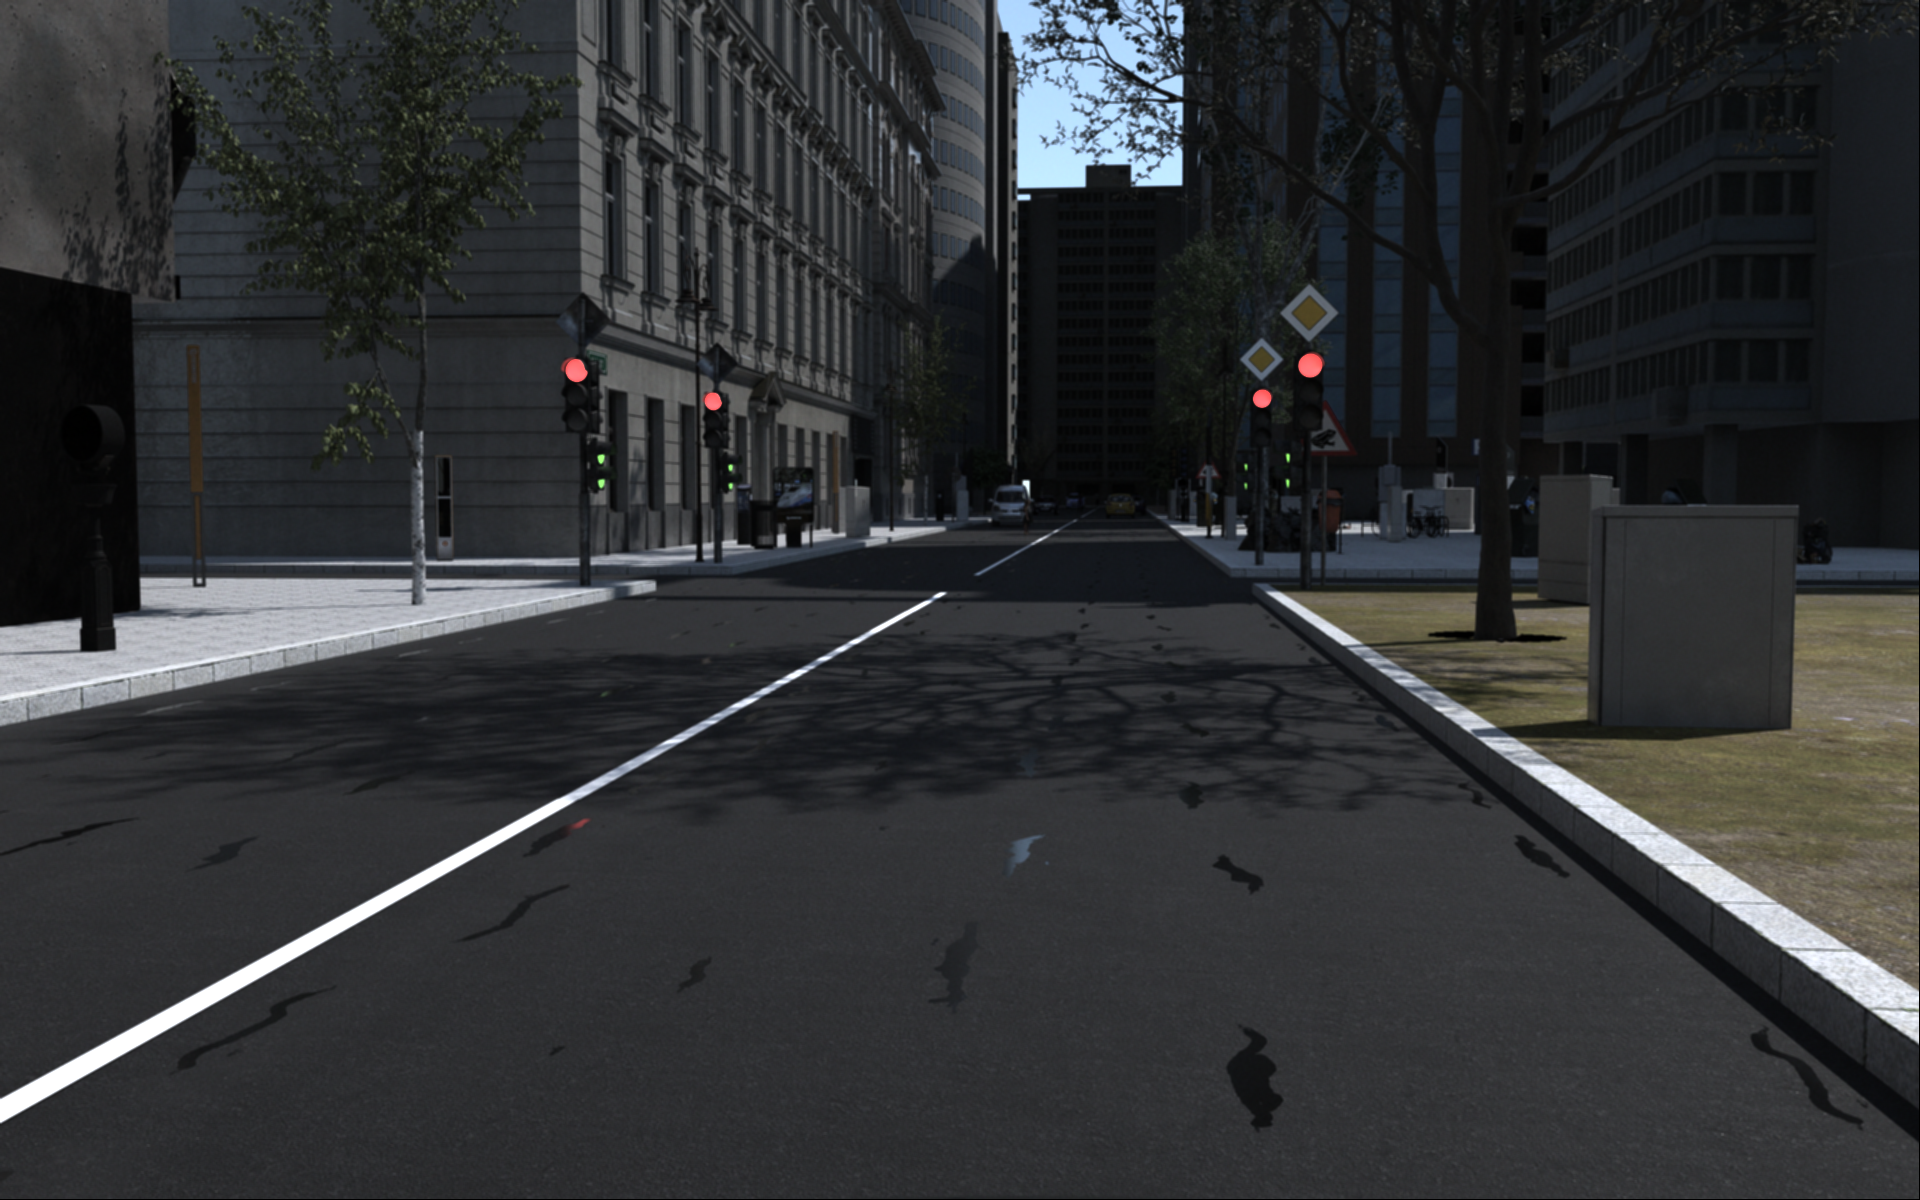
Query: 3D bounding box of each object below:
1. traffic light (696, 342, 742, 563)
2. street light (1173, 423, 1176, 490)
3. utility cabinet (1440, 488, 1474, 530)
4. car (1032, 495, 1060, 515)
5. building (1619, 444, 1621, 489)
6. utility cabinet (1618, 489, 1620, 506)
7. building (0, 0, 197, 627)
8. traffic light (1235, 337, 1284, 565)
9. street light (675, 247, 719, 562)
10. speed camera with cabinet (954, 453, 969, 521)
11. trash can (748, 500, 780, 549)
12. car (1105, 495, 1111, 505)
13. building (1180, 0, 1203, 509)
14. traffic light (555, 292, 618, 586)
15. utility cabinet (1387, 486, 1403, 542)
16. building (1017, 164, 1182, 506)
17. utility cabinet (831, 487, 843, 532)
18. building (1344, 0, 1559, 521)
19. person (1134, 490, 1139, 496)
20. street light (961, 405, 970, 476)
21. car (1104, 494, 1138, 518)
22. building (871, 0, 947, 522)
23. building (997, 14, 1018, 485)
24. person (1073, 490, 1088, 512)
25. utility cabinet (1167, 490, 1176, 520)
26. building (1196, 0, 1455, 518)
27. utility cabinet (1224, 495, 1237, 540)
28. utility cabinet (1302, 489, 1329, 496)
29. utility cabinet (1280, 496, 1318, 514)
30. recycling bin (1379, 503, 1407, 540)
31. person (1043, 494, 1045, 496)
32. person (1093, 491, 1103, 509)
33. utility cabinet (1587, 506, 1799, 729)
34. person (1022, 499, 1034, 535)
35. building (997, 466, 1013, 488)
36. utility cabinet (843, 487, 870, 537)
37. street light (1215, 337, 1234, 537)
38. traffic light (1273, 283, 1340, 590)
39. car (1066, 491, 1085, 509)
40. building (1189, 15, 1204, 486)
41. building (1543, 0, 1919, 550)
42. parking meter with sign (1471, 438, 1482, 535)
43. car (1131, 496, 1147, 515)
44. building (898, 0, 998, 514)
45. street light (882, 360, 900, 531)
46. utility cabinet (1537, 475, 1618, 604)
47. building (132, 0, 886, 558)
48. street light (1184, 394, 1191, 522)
[{"bbox_3d":[-4.481,-2.640,32.084,0.839,4.253,0.868,0,4,5],"label":"traffic light"},{"bbox_3d":[12.985,-8.091,105.077,0.468,5.910,1.993,0,4,5],"label":"street light"},{"bbox_3d":[17.620,-3.230,61.487,1.173,1.500,0.318,3,4,39],"label":"utility cabinet"},{"bbox_3d":[5.919,-6.518,119.145,1.945,1.354,3.894,0,4,5],"label":"car"},{"bbox_3d":[61.659,-44.422,164.556,20.611,71.187,20.563,0,4,5],"label":"building"},{"bbox_3d":[25.964,-3.690,69.008,0.318,1.500,1.173,-2,4,-33],"label":"utility cabinet"},{"bbox_3d":[-17.796,-8.969,14.097,16.811,18.784,16.820,0,4,5],"label":"building"},{"bbox_3d":[5.388,-2.584,31.172,0.839,4.253,0.868,0,4,5],"label":"traffic light"},{"bbox_3d":[-4.926,-3.657,32.584,0.468,5.910,1.993,0,4,5],"label":"street light"},{"bbox_3d":[0.069,-5.390,82.466,0.660,3.252,2.038,0,4,-4],"label":"speed camera with cabinet"},{"bbox_3d":[-4.568,-1.755,40.348,0.748,1.137,0.748,0,3,0],"label":"trash can"},{"bbox_3d":[12.882,-7.976,142.416,2.014,1.417,4.499,0,4,7],"label":"car"},{"bbox_3d":[31.417,-37.953,162.536,21.231,58.520,28.212,0,4,5],"label":"building"},{"bbox_3d":[-5.231,-2.154,24.134,0.839,4.253,0.868,0,4,5],"label":"traffic light"},{"bbox_3d":[11.673,-2.311,46.469,0.318,1.500,1.173,1,4,9],"label":"utility cabinet"},{"bbox_3d":[17.591,-31.508,207.037,23.993,40.220,32.217,0,4,5],"label":"building"},{"bbox_3d":[-3.735,-3.001,57.744,1.173,1.500,0.318,-3,5,-40],"label":"utility cabinet"},{"bbox_3d":[23.033,-26.786,88.060,14.600,45.320,14.200,0,4,5],"label":"building"},{"bbox_3d":[14.928,-8.476,147.089,0.705,1.822,1.348,-2,4,-24],"label":"person"},{"bbox_3d":[0.223,-6.998,87.208,0.468,5.910,1.993,0,4,5],"label":"street light"},{"bbox_3d":[9.592,-5.695,103.340,2.015,1.641,3.980,0,4,6],"label":"car"},{"bbox_3d":[-8.674,-18.483,89.582,14.401,28.519,23.554,0,4,5],"label":"building"},{"bbox_3d":[-5.468,-33.459,170.751,21.600,48.544,21.300,0,4,5],"label":"building"},{"bbox_3d":[9.434,-7.743,135.774,1.217,1.739,0.721,1,4,17],"label":"person"},{"bbox_3d":[10.452,-4.699,85.501,0.318,1.500,1.173,0,4,0],"label":"utility cabinet"},{"bbox_3d":[22.871,-28.241,111.855,14.600,45.320,14.200,0,4,5],"label":"building"},{"bbox_3d":[7.558,-2.277,48.384,0.306,1.237,1.020,0,4,5],"label":"utility cabinet"},{"bbox_3d":[16.392,-4.361,79.976,1.173,1.500,0.318,2,4,30],"label":"utility cabinet"},{"bbox_3d":[9.237,-2.201,47.140,1.020,1.237,0.306,1,4,12],"label":"utility cabinet"},{"bbox_3d":[12.220,-2.225,48.932,0.722,1.027,0.722,1,4,10],"label":"recycling bin"},{"bbox_3d":[6.483,-7.583,135.711,0.599,1.433,0.991,2,4,29],"label":"person"},{"bbox_3d":[13.074,-9.472,164.151,1.217,1.735,0.721,-2,4,-35],"label":"person"},{"bbox_3d":[4.052,0.094,9.618,1.020,1.237,0.306,0,4,8],"label":"utility cabinet"},{"bbox_3d":[2.399,-2.918,60.872,0.373,1.253,0.362,2,4,30],"label":"person"},{"bbox_3d":[-6.021,-43.244,145.289,20.563,71.187,20.611,0,4,5],"label":"building"},{"bbox_3d":[-3.008,-2.605,51.275,0.318,1.500,1.173,1,4,19],"label":"utility cabinet"},{"bbox_3d":[7.789,-4.787,51.057,0.468,5.910,1.993,0,4,5],"label":"street light"},{"bbox_3d":[4.638,-2.098,23.222,0.839,4.253,0.868,0,4,5],"label":"traffic light"},{"bbox_3d":[11.363,-9.817,170.099,1.945,1.707,3.694,0,4,7],"label":"car"},{"bbox_3d":[29.856,-31.435,133.563,23.786,49.044,30.456,0,4,5],"label":"building"},{"bbox_3d":[30.165,-21.668,46.146,23.993,40.220,32.217,0,4,5],"label":"building"},{"bbox_3d":[16.583,-3.579,54.775,0.543,3.016,1.738,2,4,26],"label":"parking meter with sign"},{"bbox_3d":[11.711,-6.407,117.341,1.945,1.354,3.894,0,4,4],"label":"car"},{"bbox_3d":[-8.859,-35.424,121.173,21.231,58.520,28.212,0,4,5],"label":"building"},{"bbox_3d":[-2.371,-5.330,59.928,0.468,5.910,1.993,0,4,5],"label":"street light"},{"bbox_3d":[7.252,-0.718,20.420,0.318,1.500,1.173,-1,4,-9],"label":"utility cabinet"},{"bbox_3d":[-13.407,-17.104,56.058,17.030,29.872,44.131,0,4,5],"label":"building"},{"bbox_3d":[10.291,-6.438,78.043,0.468,5.910,1.993,0,4,5],"label":"street light"}]
